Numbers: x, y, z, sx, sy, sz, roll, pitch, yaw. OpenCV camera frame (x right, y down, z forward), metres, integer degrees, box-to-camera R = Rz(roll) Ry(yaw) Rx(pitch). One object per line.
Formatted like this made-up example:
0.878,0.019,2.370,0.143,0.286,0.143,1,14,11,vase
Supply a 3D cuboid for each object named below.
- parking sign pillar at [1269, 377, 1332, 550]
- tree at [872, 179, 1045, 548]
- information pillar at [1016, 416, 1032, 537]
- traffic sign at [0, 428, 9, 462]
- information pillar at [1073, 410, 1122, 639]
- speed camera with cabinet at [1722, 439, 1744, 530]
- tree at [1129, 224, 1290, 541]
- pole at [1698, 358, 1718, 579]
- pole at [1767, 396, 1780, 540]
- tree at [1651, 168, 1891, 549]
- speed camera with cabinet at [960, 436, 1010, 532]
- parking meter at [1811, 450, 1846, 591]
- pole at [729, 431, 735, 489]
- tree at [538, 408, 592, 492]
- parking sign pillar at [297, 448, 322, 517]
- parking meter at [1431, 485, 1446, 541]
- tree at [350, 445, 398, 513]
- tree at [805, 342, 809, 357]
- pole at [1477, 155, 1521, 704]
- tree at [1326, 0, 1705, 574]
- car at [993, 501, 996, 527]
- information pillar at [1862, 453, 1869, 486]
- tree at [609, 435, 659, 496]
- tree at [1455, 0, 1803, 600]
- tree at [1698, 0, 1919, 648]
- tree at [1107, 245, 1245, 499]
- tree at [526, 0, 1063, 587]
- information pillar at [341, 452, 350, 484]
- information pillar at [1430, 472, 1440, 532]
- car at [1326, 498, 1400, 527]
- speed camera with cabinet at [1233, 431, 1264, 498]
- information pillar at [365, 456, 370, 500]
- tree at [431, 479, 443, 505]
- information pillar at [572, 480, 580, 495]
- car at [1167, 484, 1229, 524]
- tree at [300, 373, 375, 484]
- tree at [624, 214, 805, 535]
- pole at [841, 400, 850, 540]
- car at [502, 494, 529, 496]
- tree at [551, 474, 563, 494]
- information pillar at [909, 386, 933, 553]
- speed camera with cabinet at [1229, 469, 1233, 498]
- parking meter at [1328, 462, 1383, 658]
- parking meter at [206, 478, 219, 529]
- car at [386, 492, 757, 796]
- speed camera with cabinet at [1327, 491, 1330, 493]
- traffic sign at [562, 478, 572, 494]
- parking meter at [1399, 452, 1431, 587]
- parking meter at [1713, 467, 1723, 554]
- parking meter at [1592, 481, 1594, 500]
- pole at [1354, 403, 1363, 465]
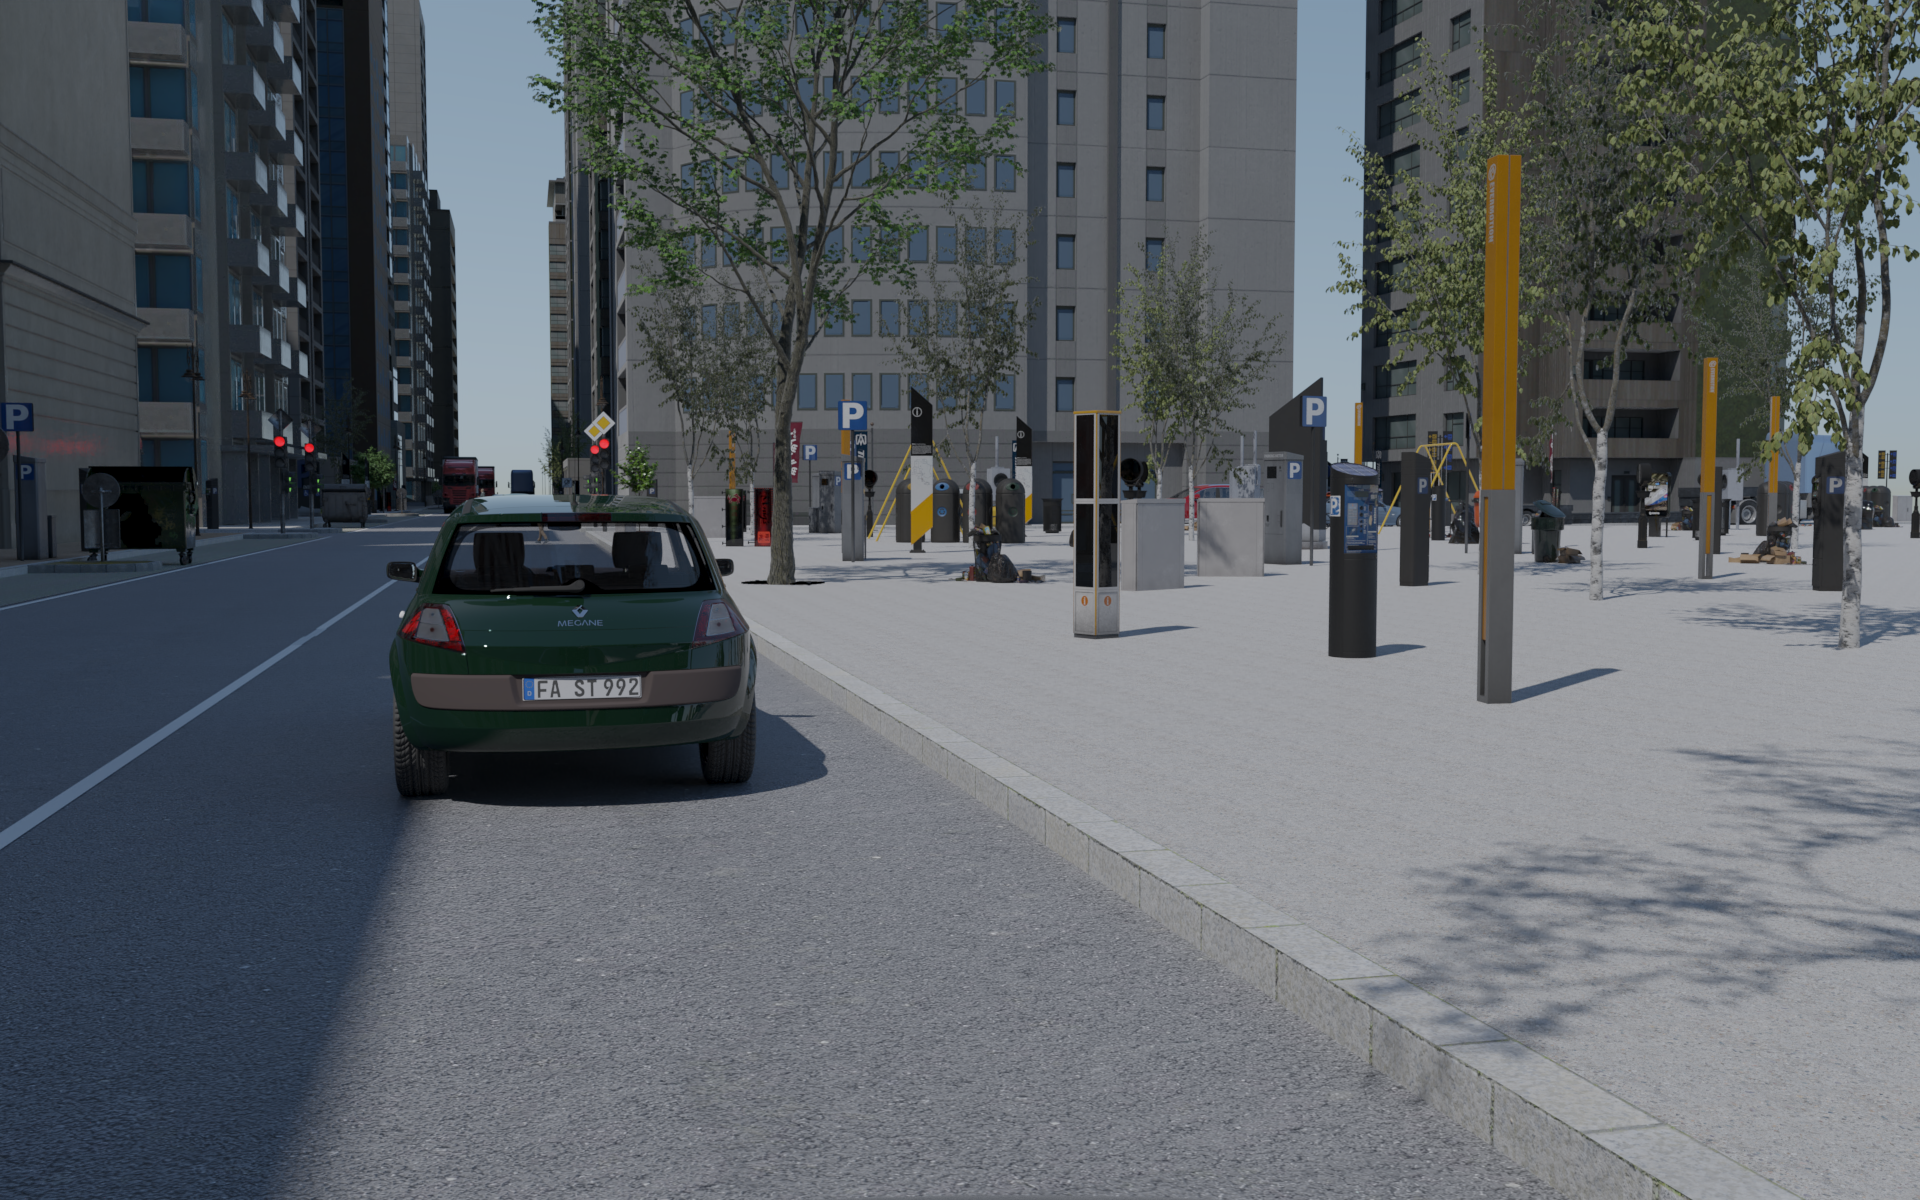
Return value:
7.898,-3.183,40.517,1.447,3.967,1.447,2,4,35,parking sign pillar
0.197,-5.540,40.939,4.360,8.622,3.978,0,3,0,tree
1.907,-3.696,51.792,0.504,3.616,0.183,1,4,12,information pillar
-17.493,-1.899,31.148,0.768,2.556,0.104,-1,4,-8,traffic sign
1.218,-0.668,15.412,0.304,2.012,0.304,-3,4,-39,information pillar
27.731,-4.190,62.849,0.660,3.252,2.038,0,4,2,speed camera with cabinet
6.480,-5.917,47.111,4.360,8.622,3.978,0,3,0,tree
11.250,-1.970,26.046,0.158,3.312,0.155,0,3,0,pole
17.028,-2.595,36.268,0.158,3.312,0.155,0,3,0,pole
19.331,-5.502,40.319,4.360,8.622,3.978,0,3,0,tree
0.661,-3.955,58.996,2.038,3.252,0.660,-1,4,-17,speed camera with cabinet
11.494,-1.051,22.895,0.399,1.863,0.255,0,4,6,parking meter
-7.344,-3.794,55.881,0.158,3.312,0.155,0,3,0,pole
-33.391,-12.068,147.679,4.737,8.622,4.395,0,3,0,tree
-37.018,-6.722,98.379,1.447,3.967,1.447,1,4,21,parking sign pillar
13.204,-2.408,47.784,0.372,1.533,0.369,0,3,0,parking meter
-39.338,-8.089,115.967,4.285,4.588,4.351,0,3,0,tree
-6.670,-6.309,53.512,4.360,8.622,3.978,0,3,0,tree
3.289,-1.023,10.567,0.158,3.312,0.155,0,3,0,pole
8.131,-4.708,27.335,4.737,8.622,4.395,0,3,0,tree
0.453,-3.508,67.575,3.980,1.641,2.015,-1,4,-13,car
47.416,-6.094,90.990,0.504,3.616,0.183,1,4,18,information pillar
-10.762,-3.836,57.327,1.663,3.219,1.824,0,3,0,tree
7.872,-4.311,20.845,4.360,8.622,3.978,0,3,0,tree
7.204,-3.910,14.290,4.737,8.622,4.395,0,3,0,tree
6.233,-6.236,52.321,4.737,8.622,4.395,0,3,0,tree
-2.361,-6.026,24.274,9.928,11.665,9.643,0,3,0,tree
-34.387,-6.457,96.923,0.183,3.616,0.504,2,4,32,information pillar
15.912,-3.282,58.153,0.304,2.012,0.304,0,4,5,information pillar
16.487,-3.614,71.094,4.499,1.417,2.014,-1,4,-12,car
9.311,-3.699,54.807,0.660,3.252,2.038,2,4,24,speed camera with cabinet
-36.863,-7.117,107.712,0.183,3.616,0.504,-3,5,-40,information pillar
-65.783,-13.613,217.172,1.663,3.219,1.824,0,3,0,tree
-20.049,-5.257,90.442,0.304,2.012,0.304,-3,5,-42,information pillar
9.540,-3.613,67.753,5.304,1.827,2.281,-1,4,-15,car
-37.401,-9.412,104.240,4.360,8.622,3.978,0,3,0,tree
-7.006,-5.834,45.755,4.360,8.622,3.978,0,3,0,tree
-2.472,-2.671,37.520,0.158,3.312,0.155,0,3,0,pole
-19.778,-4.000,77.202,2.131,1.459,4.920,-1,4,-15,car
-35.373,-9.757,154.126,1.663,3.219,1.824,0,3,0,tree
-0.843,-2.831,37.639,0.504,3.616,0.183,0,4,4,information pillar
10.284,-3.972,59.271,2.038,3.252,0.660,0,4,-3,speed camera with cabinet
3.100,-0.320,13.647,0.372,1.533,0.369,0,3,0,parking meter
-27.268,-3.513,63.150,0.255,1.863,0.399,1,4,19,parking meter
-2.210,0.002,9.752,2.009,1.686,4.222,-1,4,-14,car
23.353,-6.833,106.053,2.038,3.252,0.660,-2,4,-27,speed camera with cabinet
-25.147,-6.651,110.869,0.606,2.300,0.079,-1,4,-11,traffic sign
6.350,-1.128,24.147,0.399,1.863,0.255,-3,4,-37,parking meter
16.080,-1.911,36.949,0.255,1.863,0.399,1,4,13,parking meter
24.585,-3.732,66.722,0.399,1.863,0.255,0,4,-5,parking meter
8.888,-2.744,38.704,0.158,3.312,0.155,0,3,0,pole
